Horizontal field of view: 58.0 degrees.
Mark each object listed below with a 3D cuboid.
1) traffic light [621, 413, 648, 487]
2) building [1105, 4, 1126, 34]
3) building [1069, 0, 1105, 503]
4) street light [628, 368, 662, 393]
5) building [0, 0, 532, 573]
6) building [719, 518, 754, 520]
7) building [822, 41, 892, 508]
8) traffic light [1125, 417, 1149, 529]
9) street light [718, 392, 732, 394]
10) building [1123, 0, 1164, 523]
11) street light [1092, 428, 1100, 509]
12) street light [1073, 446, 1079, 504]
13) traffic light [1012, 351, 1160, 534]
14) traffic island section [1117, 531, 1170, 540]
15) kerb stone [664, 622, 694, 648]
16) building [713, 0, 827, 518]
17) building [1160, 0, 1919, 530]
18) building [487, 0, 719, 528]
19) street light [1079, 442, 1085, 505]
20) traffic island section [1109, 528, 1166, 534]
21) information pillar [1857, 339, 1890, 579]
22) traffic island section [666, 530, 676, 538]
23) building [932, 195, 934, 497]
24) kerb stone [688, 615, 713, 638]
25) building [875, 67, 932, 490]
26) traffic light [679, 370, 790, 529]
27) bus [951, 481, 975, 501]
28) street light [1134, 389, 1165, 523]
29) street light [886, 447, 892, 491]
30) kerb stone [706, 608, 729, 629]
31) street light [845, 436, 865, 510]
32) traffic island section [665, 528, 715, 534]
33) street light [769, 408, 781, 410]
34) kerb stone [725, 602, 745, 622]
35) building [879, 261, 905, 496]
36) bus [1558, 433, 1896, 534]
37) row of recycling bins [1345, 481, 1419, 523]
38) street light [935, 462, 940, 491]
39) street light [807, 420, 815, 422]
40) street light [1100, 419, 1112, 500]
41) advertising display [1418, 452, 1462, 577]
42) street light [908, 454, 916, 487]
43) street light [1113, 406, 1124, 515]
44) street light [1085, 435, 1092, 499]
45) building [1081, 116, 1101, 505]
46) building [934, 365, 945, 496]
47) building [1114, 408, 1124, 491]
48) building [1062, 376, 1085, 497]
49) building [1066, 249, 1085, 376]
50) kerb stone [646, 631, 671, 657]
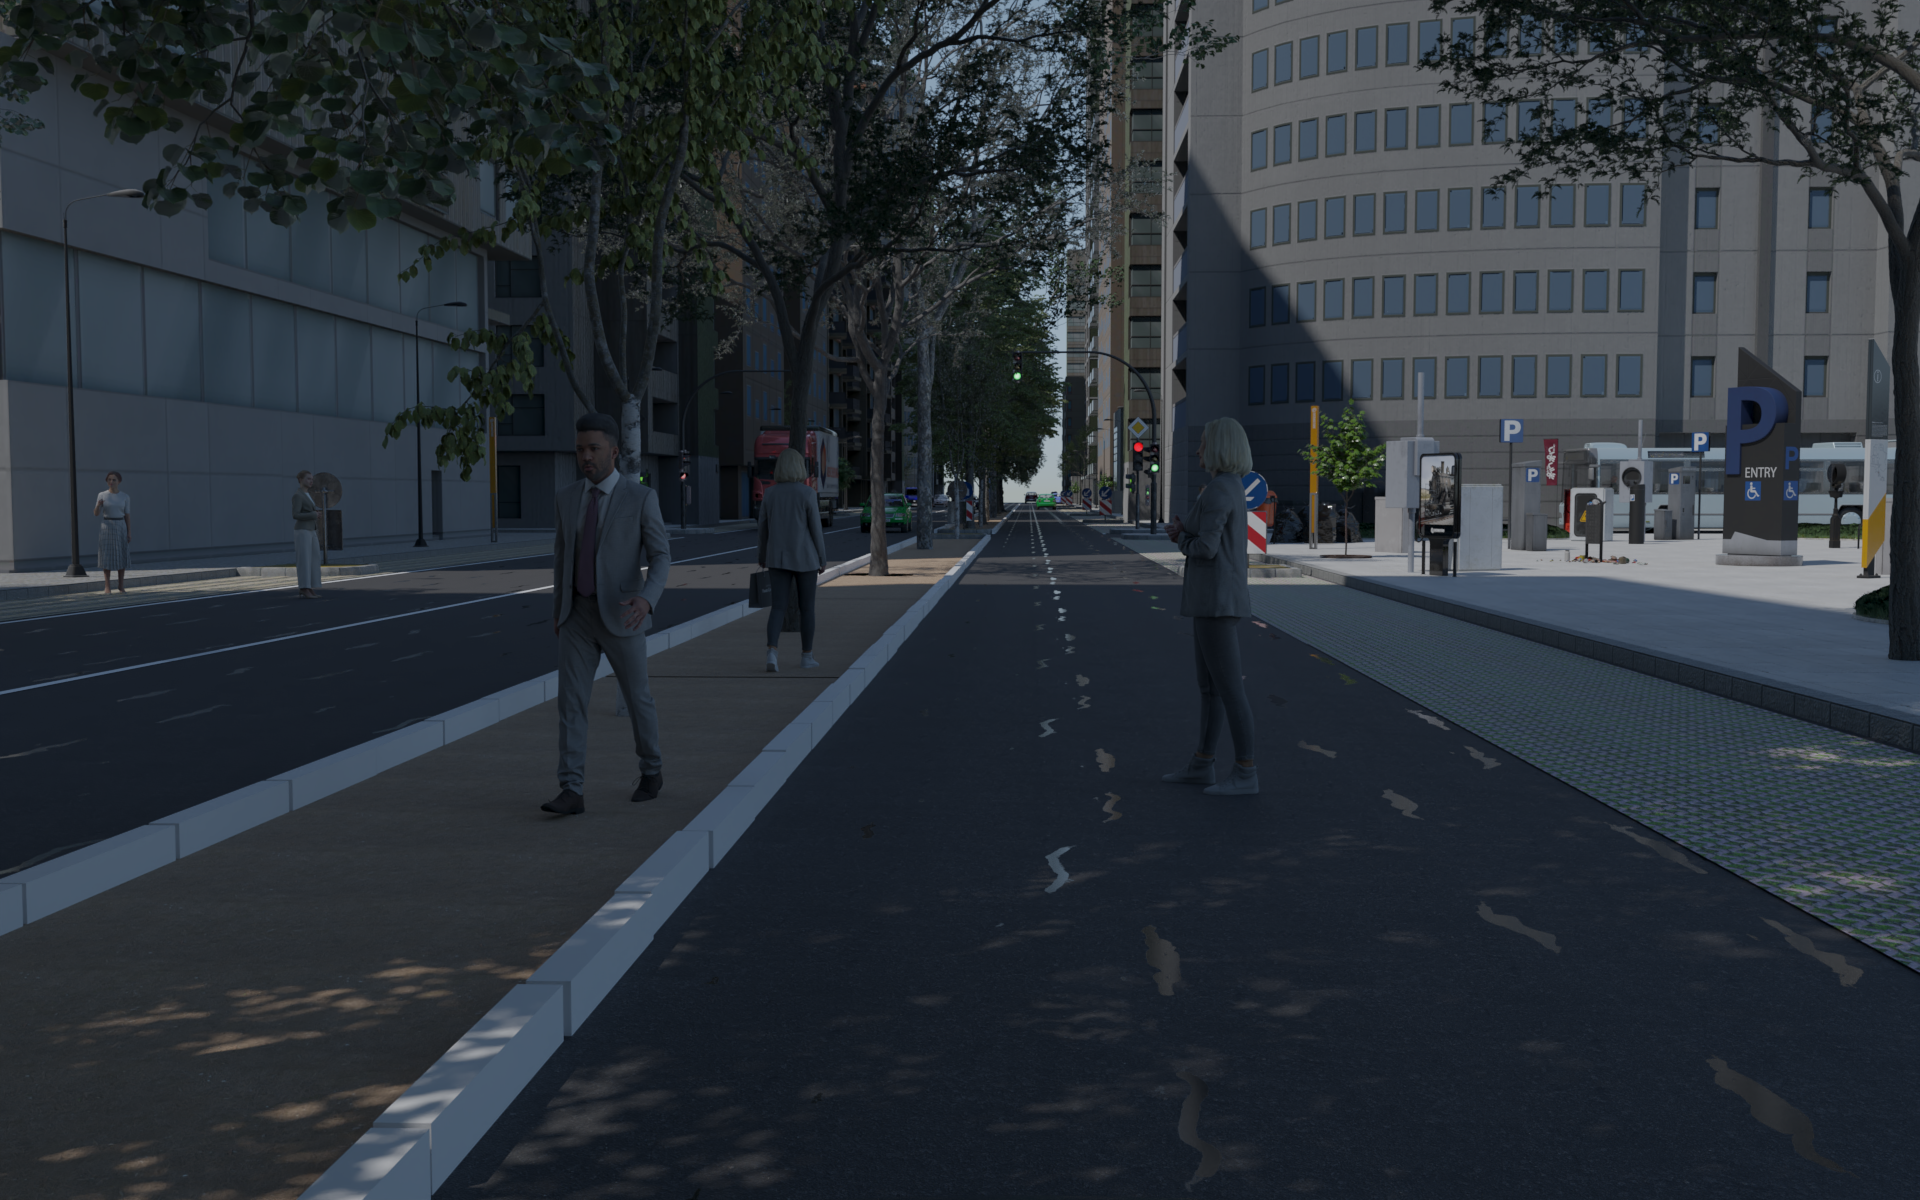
[{"bbox_3d":[-10.470,-4.081,55.646,0.839,4.253,0.868,0,4,2],"label":"traffic light"},{"bbox_3d":[19.414,-30.393,147.038,14.600,45.320,14.200,0,4,2],"label":"building"},{"bbox_3d":[25.840,-49.164,242.074,20.563,71.187,20.611,0,4,2],"label":"building"},{"bbox_3d":[-11.617,-5.575,63.700,1.470,5.913,1.316,0,4,2],"label":"street light"},{"bbox_3d":[-26.983,-27.615,40.743,27.495,52.752,28.713,0,4,2],"label":"building"},{"bbox_3d":[-17.272,-26.998,91.529,14.600,45.320,14.200,0,4,2],"label":"building"},{"bbox_3d":[-18.827,-32.249,181.903,22.147,44.769,28.867,0,4,2],"label":"building"},{"bbox_3d":[6.446,-4.530,62.983,0.839,4.253,0.868,0,4,2],"label":"traffic light"},{"bbox_3d":[-11.013,-6.489,78.629,1.470,5.913,1.316,0,4,2],"label":"street light"},{"bbox_3d":[15.651,-19.573,91.715,14.160,30.474,14.107,0,4,2],"label":"building"},{"bbox_3d":[10.251,-9.133,121.873,1.470,5.913,1.316,0,4,2],"label":"street light"},{"bbox_3d":[12.061,-12.001,168.757,1.470,5.913,1.316,0,4,2],"label":"street light"},{"bbox_3d":[4.035,-4.910,54.946,4.771,5.953,1.251,0,4,2],"label":"traffic light"},{"bbox_3d":[6.169,-2.008,55.117,2.009,0.180,2.903,0,4,2],"label":"traffic island section"},{"bbox_3d":[-2.718,0.349,16.486,0.120,0.150,1.000,0,4,2],"label":"kerb stone"},{"bbox_3d":[-16.476,-28.352,113.673,14.600,45.320,14.200,0,4,2],"label":"building"},{"bbox_3d":[23.153,-32.329,70.586,28.212,58.520,21.231,0,4,2],"label":"building"},{"bbox_3d":[-18.037,-18.237,69.883,14.160,30.474,14.107,0,4,2],"label":"building"},{"bbox_3d":[11.588,-11.088,153.823,1.470,5.913,1.316,0,4,2],"label":"street light"},{"bbox_3d":[6.486,-2.496,63.096,2.009,0.180,2.903,0,4,2],"label":"traffic island section"},{"bbox_3d":[13.918,-2.139,26.330,0.504,3.616,0.183,-2,4,-32],"label":"information pillar"},{"bbox_3d":[-10.509,-2.049,55.783,2.009,0.180,2.903,0,4,2],"label":"traffic island section"},{"bbox_3d":[-15.227,-44.242,265.363,21.231,58.520,28.212,0,4,2],"label":"building"},{"bbox_3d":[-2.677,0.287,17.507,0.120,0.150,1.000,0,4,2],"label":"kerb stone"},{"bbox_3d":[-15.642,-42.515,237.125,21.231,58.520,28.212,0,4,2],"label":"building"},{"bbox_3d":[-8.059,-5.438,63.577,4.771,5.953,1.251,0,4,2],"label":"traffic light"},{"bbox_3d":[0.406,-14.886,238.241,2.948,3.499,13.247,0,4,4],"label":"bus"},{"bbox_3d":[8.402,-6.380,76.858,1.470,5.913,1.316,0,4,2],"label":"street light"},{"bbox_3d":[-7.391,-12.077,169.997,1.470,5.913,1.316,0,4,2],"label":"street light"},{"bbox_3d":[-2.640,0.224,18.530,0.120,0.150,1.000,0,4,2],"label":"kerb stone"},{"bbox_3d":[-8.630,-10.251,140.141,1.470,5.913,1.316,0,4,2],"label":"street light"},{"bbox_3d":[-10.192,-2.537,63.761,2.009,0.180,2.903,0,4,2],"label":"traffic island section"},{"bbox_3d":[-10.346,-7.401,93.555,1.470,5.913,1.316,0,4,2],"label":"street light"},{"bbox_3d":[-2.603,0.161,19.560,0.120,0.150,1.000,0,4,2],"label":"kerb stone"},{"bbox_3d":[-14.014,-26.440,203.993,14.160,30.474,14.107,0,4,2],"label":"building"},{"bbox_3d":[26.494,-3.910,58.781,13.247,3.499,2.948,0,4,1],"label":"bus"},{"bbox_3d":[13.340,-2.851,53.720,1.069,1.692,3.534,-2,4,-34],"label":"row of recycling bins"},{"bbox_3d":[-3.509,-18.109,268.621,1.470,5.913,1.316,0,4,2],"label":"street light"},{"bbox_3d":[-9.764,-8.315,108.485,1.470,5.913,1.316,0,4,2],"label":"street light"},{"bbox_3d":[9.572,-8.221,106.947,1.470,5.913,1.316,0,4,2],"label":"street light"},{"bbox_3d":[7.529,-1.344,27.186,0.123,1.923,0.974,-1,4,-19],"label":"advertising display"},{"bbox_3d":[-6.180,-13.940,200.452,1.470,5.913,1.316,0,4,2],"label":"street light"},{"bbox_3d":[9.030,-7.293,91.786,1.470,5.913,1.316,0,4,2],"label":"street light"},{"bbox_3d":[10.868,-10.066,137.116,1.470,5.913,1.316,0,4,2],"label":"street light"},{"bbox_3d":[26.082,-35.356,197.684,23.786,49.044,30.456,0,4,2],"label":"building"},{"bbox_3d":[-9.935,-31.565,287.786,14.160,30.474,14.107,0,4,2],"label":"building"},{"bbox_3d":[22.811,-49.393,120.241,22.319,86.520,31.000,0,4,2],"label":"building"},{"bbox_3d":[29.875,-25.879,268.158,27.650,21.520,28.899,0,4,2],"label":"building"},{"bbox_3d":[24.748,-37.064,289.591,14.154,41.232,14.086,0,4,2],"label":"building"},{"bbox_3d":[-2.768,0.415,15.459,0.120,0.150,1.000,0,4,2],"label":"kerb stone"}]
